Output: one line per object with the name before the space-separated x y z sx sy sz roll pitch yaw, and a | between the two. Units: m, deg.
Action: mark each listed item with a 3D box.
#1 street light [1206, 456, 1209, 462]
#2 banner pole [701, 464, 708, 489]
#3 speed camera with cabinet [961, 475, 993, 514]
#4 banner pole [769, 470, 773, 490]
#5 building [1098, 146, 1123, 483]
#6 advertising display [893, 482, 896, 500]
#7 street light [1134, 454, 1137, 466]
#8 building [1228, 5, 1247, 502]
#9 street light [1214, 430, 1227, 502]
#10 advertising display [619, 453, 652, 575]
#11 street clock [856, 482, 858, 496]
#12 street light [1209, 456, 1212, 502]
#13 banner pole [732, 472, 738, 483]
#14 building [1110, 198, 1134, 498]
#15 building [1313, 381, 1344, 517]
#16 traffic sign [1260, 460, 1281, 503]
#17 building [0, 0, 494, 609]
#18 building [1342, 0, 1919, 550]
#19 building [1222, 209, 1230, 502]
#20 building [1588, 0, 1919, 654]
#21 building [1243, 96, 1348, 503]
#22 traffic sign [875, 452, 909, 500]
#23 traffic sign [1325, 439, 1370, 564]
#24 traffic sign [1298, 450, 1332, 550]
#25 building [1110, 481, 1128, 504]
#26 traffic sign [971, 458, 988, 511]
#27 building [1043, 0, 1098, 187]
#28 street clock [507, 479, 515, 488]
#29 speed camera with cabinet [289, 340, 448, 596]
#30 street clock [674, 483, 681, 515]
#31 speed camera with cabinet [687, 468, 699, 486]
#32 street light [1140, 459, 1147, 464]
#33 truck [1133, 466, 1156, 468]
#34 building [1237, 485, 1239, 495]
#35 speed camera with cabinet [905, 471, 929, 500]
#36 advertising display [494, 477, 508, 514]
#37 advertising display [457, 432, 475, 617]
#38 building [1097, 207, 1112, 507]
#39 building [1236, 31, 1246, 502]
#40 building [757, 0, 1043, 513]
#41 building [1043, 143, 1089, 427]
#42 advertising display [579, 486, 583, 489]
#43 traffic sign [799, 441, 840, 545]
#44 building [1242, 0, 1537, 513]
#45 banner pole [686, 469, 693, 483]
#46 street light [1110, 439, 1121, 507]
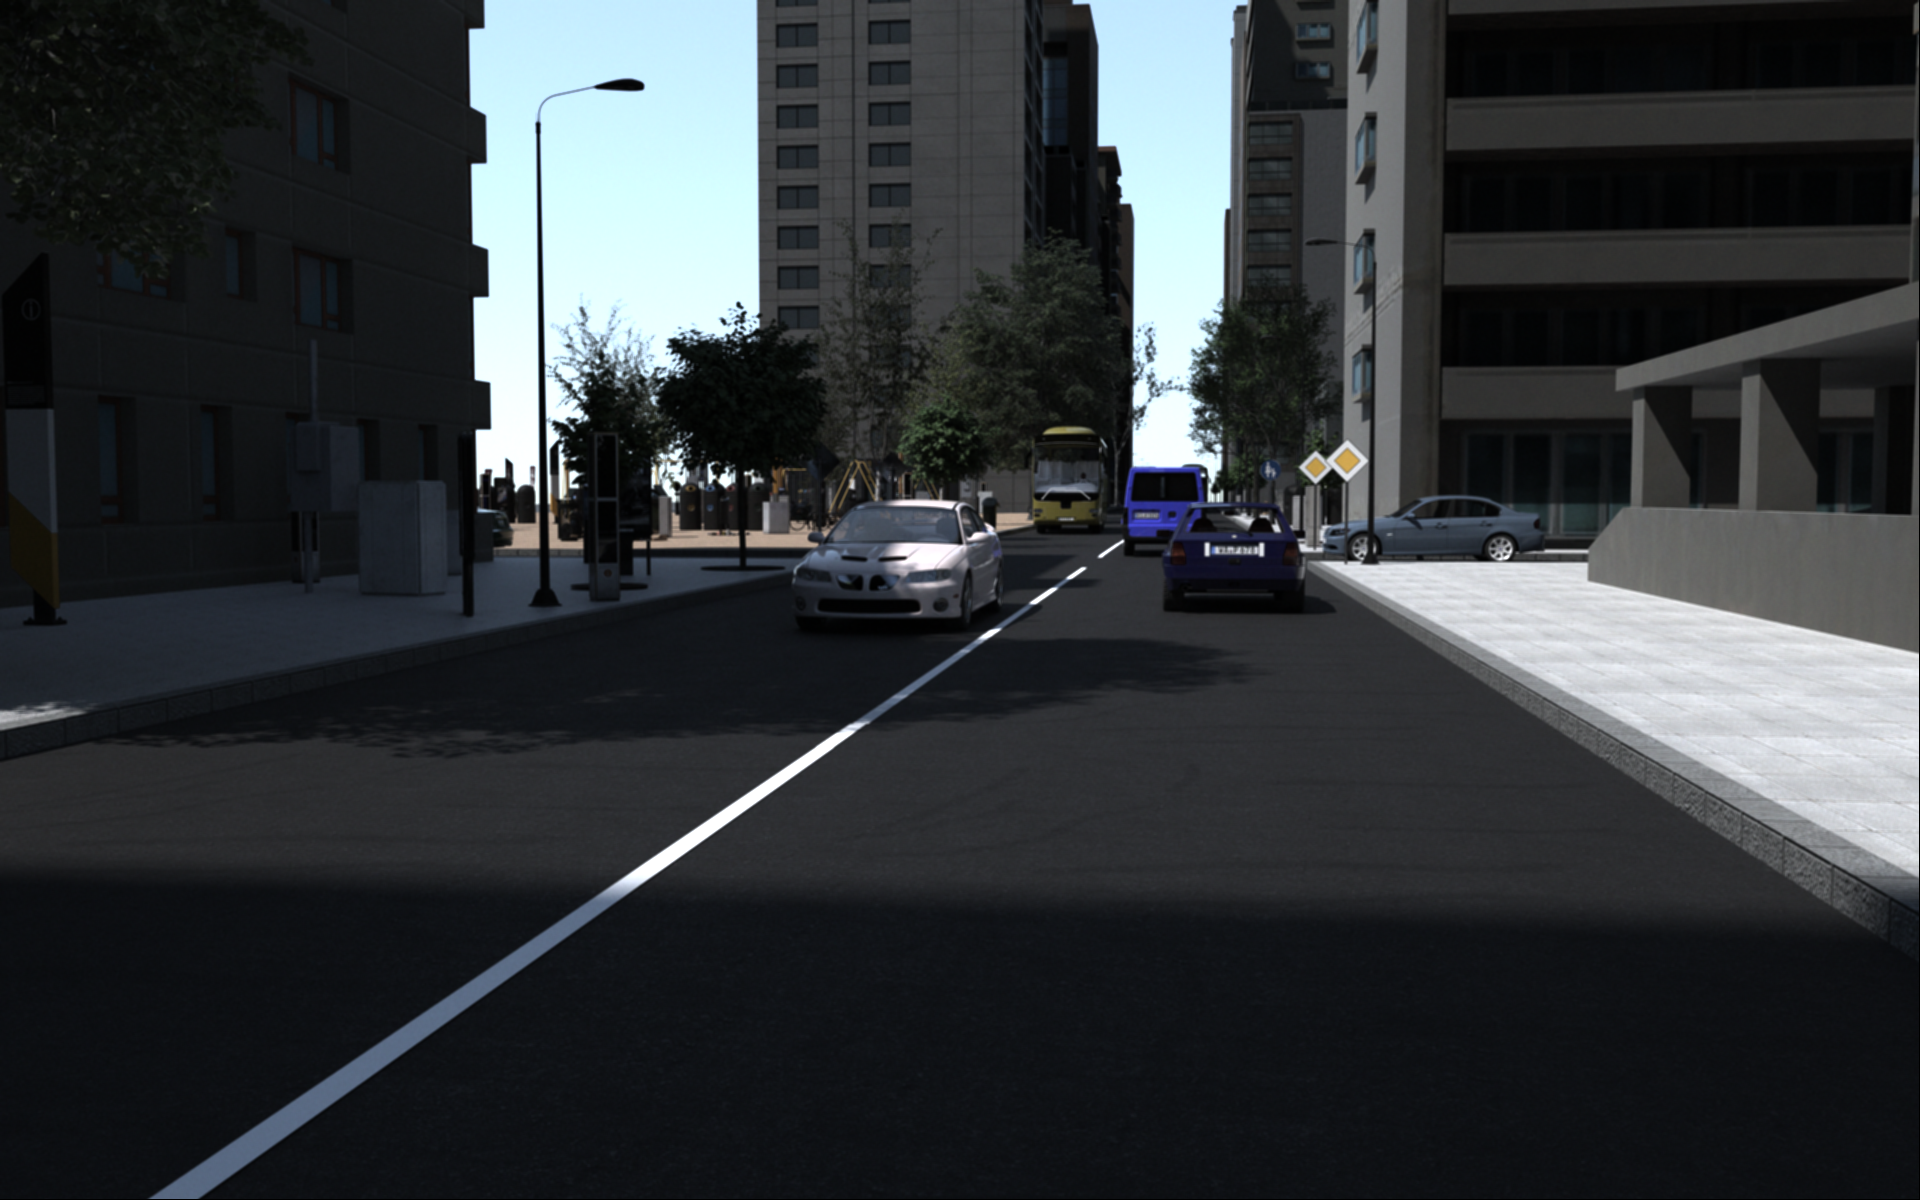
street light | 30.621 -14.540 210.275 1.470 5.913 1.316 0 4 8
banner pole | -13.774 -6.308 93.149 0.401 3.779 0.863 2 4 28
speed camera with cabinet | 1.101 -7.218 112.356 2.038 3.252 0.660 0 4 -2
banner pole | -11.514 -7.095 106.019 0.863 3.779 0.401 3 4 37
building | 8.636 -34.242 214.472 22.147 44.769 28.867 0 4 8
advertising display | -3.043 -4.581 80.107 0.123 1.923 0.974 0 4 1
street light | 19.641 -13.845 198.903 1.470 5.913 1.316 0 4 8
building | 43.422 -40.903 210.769 21.231 58.520 28.212 0 4 8
street light | 19.478 -9.394 126.129 1.470 5.913 1.316 0 4 8
advertising display | -5.349 -1.351 27.297 0.974 1.923 0.123 -1 4 -15
street clock | -6.270 -6.087 104.095 0.358 2.002 0.471 -1 4 -9
street light | 23.581 -11.283 157.017 1.470 5.913 1.316 0 4 8
banner pole | -13.444 -6.971 103.990 0.863 3.779 0.401 -1 4 -19
building | 18.890 -37.308 260.088 14.600 45.320 14.200 0 4 8
building | 31.262 -47.537 89.900 22.319 86.520 31.000 0 4 8
traffic sign | 11.467 -3.907 63.985 0.768 2.556 0.104 1 4 15
building | -25.064 -10.742 20.678 28.899 21.520 27.650 0 4 8
building | 21.836 -25.906 47.267 21.600 48.544 21.300 0 4 8
building | 46.952 -37.477 262.858 14.600 45.320 14.200 0 4 8
building | 24.317 -19.784 15.347 32.217 40.220 23.993 0 4 8
building | 28.384 -21.905 129.852 14.160 30.474 14.107 0 4 8
traffic sign | -1.606 -2.273 40.798 0.795 2.450 0.064 0 4 8
traffic sign | 7.046 -1.708 31.574 0.795 2.450 0.064 0 4 8
traffic sign | 8.100 -2.192 39.490 0.795 2.450 0.064 0 4 8
building | 7.680 -33.639 241.885 32.217 40.220 23.993 0 4 8
traffic sign | 0.540 -3.525 57.732 0.768 2.556 0.104 1 4 14
building | 5.231 -31.056 157.874 14.600 45.320 14.200 0 4 8
street clock | -21.401 -4.766 82.498 0.358 2.002 0.471 0 4 -2
speed camera with cabinet | -7.589 -1.704 22.204 2.038 3.252 0.660 1 4 21
street clock | -17.374 -6.227 106.381 0.471 2.002 0.358 -3 5 -42
speed camera with cabinet | -13.552 -5.712 87.721 0.660 3.252 2.038 -1 4 -10
street light | 23.698 -15.750 230.057 1.470 5.913 1.316 0 4 8
truck | 18.502 -11.229 173.357 2.967 4.110 18.799 0 4 6
building | 35.808 -30.287 178.780 14.154 41.232 14.086 0 4 8
speed camera with cabinet | -3.083 -7.472 116.506 2.038 3.252 0.660 -2 4 -27
advertising display | -17.796 -3.787 67.127 0.123 1.923 0.974 1 4 9
advertising display | -5.262 -0.811 18.467 0.123 1.923 0.974 -1 4 -18
building | 7.671 -24.499 172.255 14.160 30.474 14.107 0 4 8
building | 33.627 -31.474 164.704 14.600 45.320 14.200 0 4 8
building | -2.305 -42.065 126.013 20.563 71.187 20.611 0 4 8
building | 3.264 -22.770 143.996 14.160 30.474 14.107 0 4 8
advertising display | -18.552 -4.952 86.185 0.974 1.923 0.123 2 4 29
traffic sign | -2.660 -1.788 32.882 0.795 2.450 0.064 0 4 8
building | 35.140 -31.968 146.381 21.300 48.544 21.600 0 4 8
banner pole | -16.875 -7.232 108.265 0.863 3.779 0.401 0 4 6
street light | 12.708 -10.683 147.202 1.470 5.913 1.316 0 4 8
